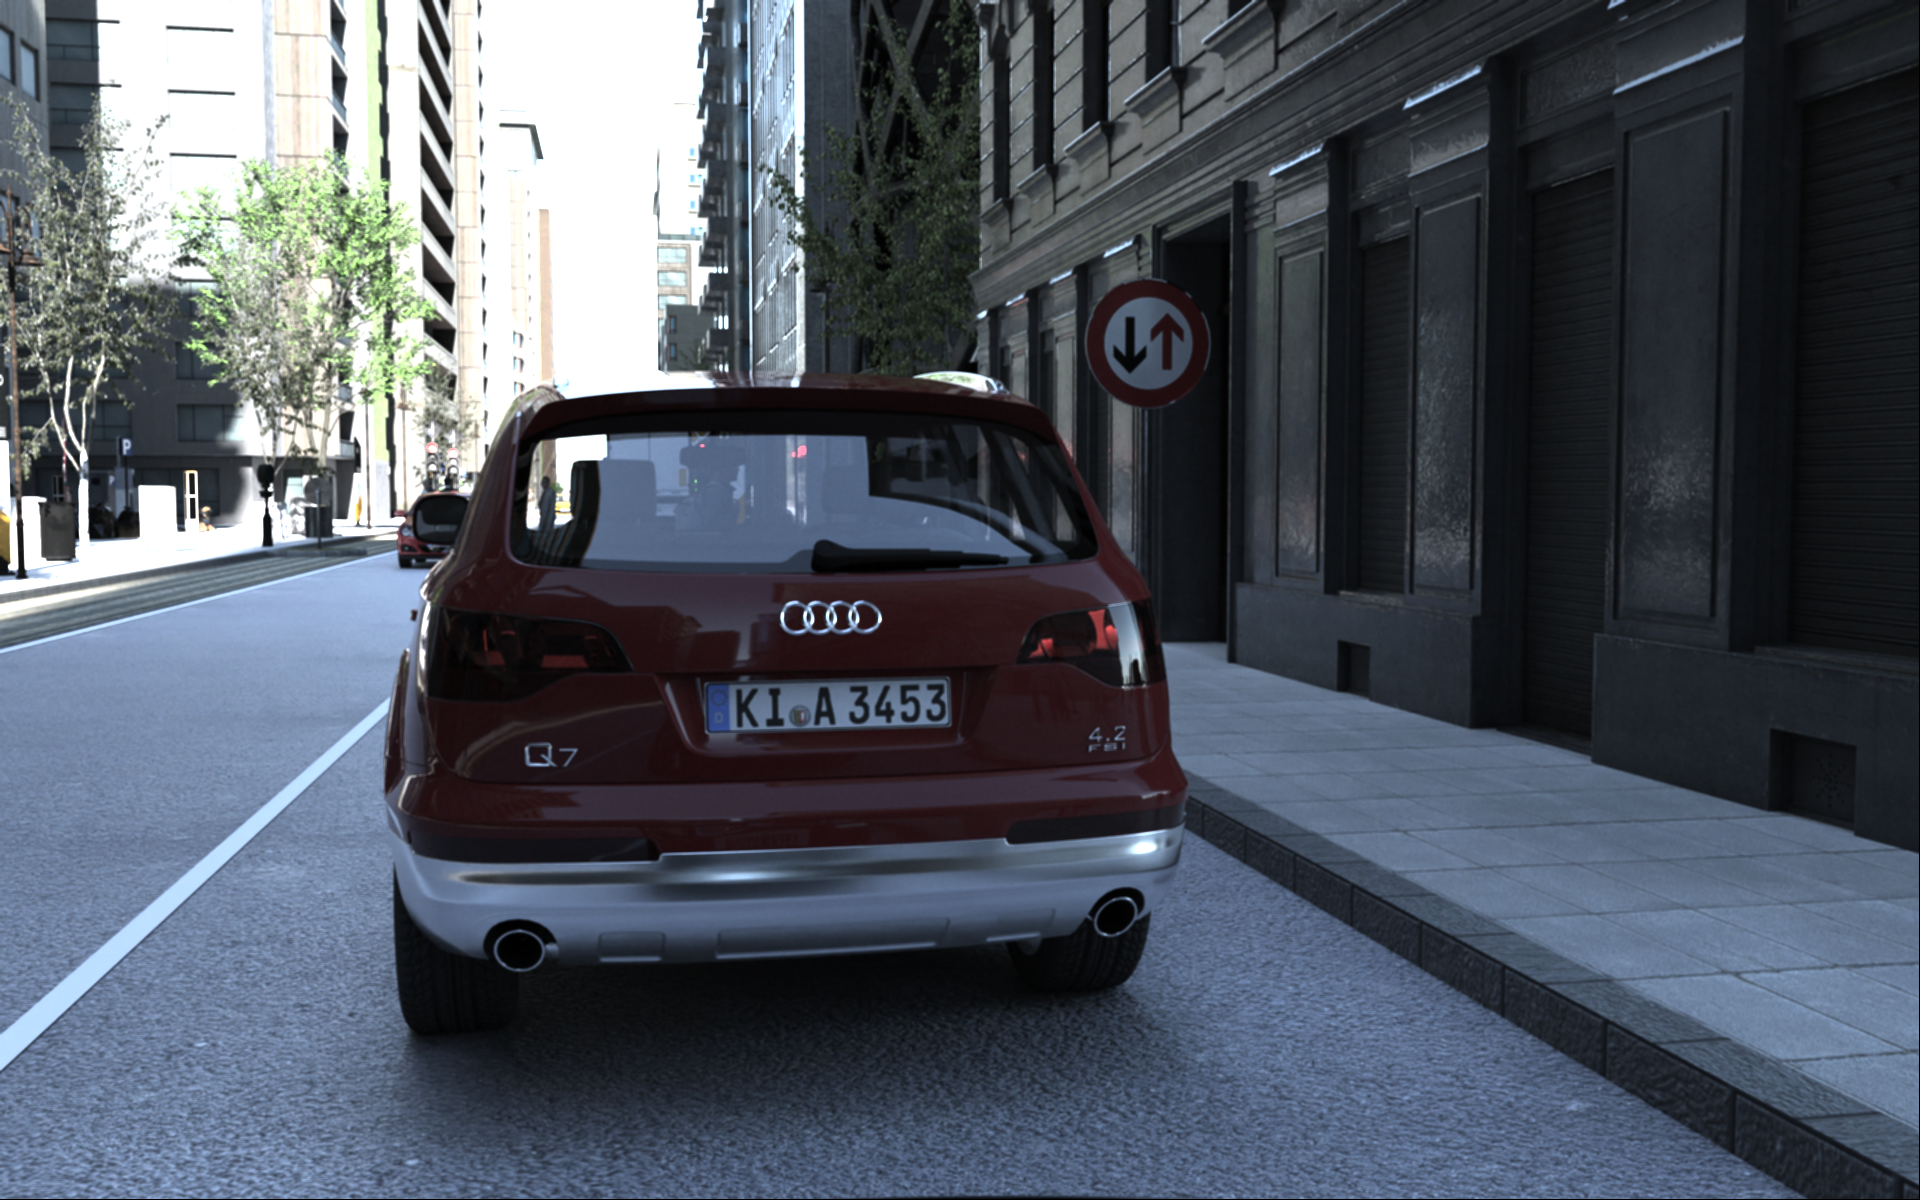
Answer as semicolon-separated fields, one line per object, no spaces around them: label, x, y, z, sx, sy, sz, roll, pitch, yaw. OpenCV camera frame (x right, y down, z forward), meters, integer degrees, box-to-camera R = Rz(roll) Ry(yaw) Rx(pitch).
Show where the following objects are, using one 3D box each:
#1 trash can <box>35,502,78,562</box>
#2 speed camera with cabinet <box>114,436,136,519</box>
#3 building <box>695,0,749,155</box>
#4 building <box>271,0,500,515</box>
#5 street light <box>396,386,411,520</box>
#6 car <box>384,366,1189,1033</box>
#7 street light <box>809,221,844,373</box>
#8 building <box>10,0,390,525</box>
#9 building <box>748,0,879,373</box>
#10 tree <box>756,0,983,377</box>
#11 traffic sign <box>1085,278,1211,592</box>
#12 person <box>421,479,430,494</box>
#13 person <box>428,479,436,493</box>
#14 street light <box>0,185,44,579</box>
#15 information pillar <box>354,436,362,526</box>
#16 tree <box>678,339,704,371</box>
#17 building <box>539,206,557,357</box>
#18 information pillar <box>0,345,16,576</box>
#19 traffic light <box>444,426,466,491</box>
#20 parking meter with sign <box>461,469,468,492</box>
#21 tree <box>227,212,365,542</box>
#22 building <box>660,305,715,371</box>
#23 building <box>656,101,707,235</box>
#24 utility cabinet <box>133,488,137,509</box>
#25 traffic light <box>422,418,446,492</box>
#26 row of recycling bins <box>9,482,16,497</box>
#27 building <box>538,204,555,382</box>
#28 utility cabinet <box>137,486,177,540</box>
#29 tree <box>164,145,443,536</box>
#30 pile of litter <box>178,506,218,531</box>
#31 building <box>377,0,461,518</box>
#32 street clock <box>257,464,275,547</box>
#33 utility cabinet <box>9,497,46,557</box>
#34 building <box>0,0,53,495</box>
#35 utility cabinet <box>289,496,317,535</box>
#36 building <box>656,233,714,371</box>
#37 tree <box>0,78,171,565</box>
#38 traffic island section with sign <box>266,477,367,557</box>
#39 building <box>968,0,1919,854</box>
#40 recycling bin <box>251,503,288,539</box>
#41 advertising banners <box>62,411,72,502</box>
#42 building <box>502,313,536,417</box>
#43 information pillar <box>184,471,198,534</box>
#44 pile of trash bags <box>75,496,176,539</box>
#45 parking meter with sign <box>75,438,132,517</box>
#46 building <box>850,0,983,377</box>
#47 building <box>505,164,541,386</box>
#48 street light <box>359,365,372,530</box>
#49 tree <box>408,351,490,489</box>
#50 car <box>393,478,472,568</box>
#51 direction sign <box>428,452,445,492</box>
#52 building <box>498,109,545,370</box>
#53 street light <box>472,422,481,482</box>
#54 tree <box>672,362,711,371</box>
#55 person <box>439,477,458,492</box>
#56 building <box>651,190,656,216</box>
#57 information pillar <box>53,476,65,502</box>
trash can;-17.150;-1.301;32.925;0.748;1.137;0.748;0;3;0
speed camera with cabinet;-28.412;-3.943;58.808;0.660;3.252;2.038;-1;4;-20
building;-6.362;-30.468;117.763;23.786;49.044;30.456;-1;4;-11
building;-41.756;-27.215;128.563;14.154;41.232;14.086;-1;4;-11
street light;-23.155;-6.079;72.184;0.468;5.910;1.993;-1;4;-11
car;-0.851;0.145;6.307;2.281;1.827;5.304;-1;4;-13
street light;-2.252;-3.471;29.532;0.468;5.910;1.993;-1;4;-11
building;-33.708;-24.013;76.207;14.154;41.232;14.086;-1;4;-11
building;-0.103;-14.577;56.357;12.078;24.808;19.932;-1;4;-11
tree;-0.518;-4.601;25.591;4.737;8.622;4.395;0;3;0
traffic sign;1.104;-0.625;10.320;0.768;2.556;0.104;-1;4;-10
person;-14.840;-2.427;48.055;0.818;1.842;0.514;-2;4;-30
person;-15.180;-2.502;49.210;0.447;1.846;0.655;1;4;9
street light;-14.211;-3.258;26.055;0.468;5.910;1.993;-1;4;-11
information pillar;-24.536;-4.846;70.586;0.183;3.616;0.504;0;4;4
tree;-11.730;-8.017;81.444;4.737;8.622;4.395;0;3;0
building;-77.510;-40.544;282.497;23.786;49.044;30.456;-1;4;-11
information pillar;-15.101;-2.184;27.060;0.183;3.616;0.504;2;4;25
traffic light;-20.982;-5.077;71.926;0.839;4.253;0.868;-1;4;-11
parking meter with sign;-33.916;-7.474;118.453;0.543;3.016;1.738;-2;4;-24
tree;-18.092;-5.822;45.547;4.360;8.622;3.978;0;3;0
building;-15.951;-20.178;174.957;27.650;21.520;28.899;-1;4;-11
building;-26.074;-35.993;212.188;21.300;48.544;21.600;-1;4;-11
utility cabinet;-27.194;-3.040;58.387;1.173;1.500;0.318;0;4;0
traffic light;-19.460;-4.597;64.087;0.839;4.253;0.868;-1;4;-11
row of recycling bins;-26.214;-2.320;45.044;1.069;1.692;3.534;1;4;19
building;-68.499;-37.403;261.652;14.600;45.320;14.200;-1;4;-11
utility cabinet;-22.318;-2.419;48.228;0.318;1.500;1.173;1;4;10
tree;-19.705;-7.776;52.899;9.928;11.665;9.643;0;3;0
pile of litter;-26.365;-2.812;59.947;1.176;0.858;1.719;-3;5;-41
building;-41.437;-29.178;100.763;21.300;48.544;21.600;-1;4;-11
street clock;-16.920;-2.305;42.264;0.358;2.002;0.471;0;4;2
utility cabinet;-19.190;-1.478;35.325;1.020;1.237;0.306;0;4;2
building;-42.056;-27.832;44.285;27.495;52.752;28.713;-1;4;-11
utility cabinet;-20.691;-2.673;54.862;0.306;1.237;1.020;2;4;35
building;-26.919;-25.855;194.425;14.160;30.474;14.107;-1;4;-11
tree;-15.871;-4.949;31.281;4.360;8.622;3.978;0;3;0
traffic island section with sign;-14.808;-1.916;39.962;1.989;1.847;2.006;-1;4;-11
building;6.472;-10.107;14.396;9.793;20.994;18.267;-1;4;-11
recycling bin;-20.065;-2.311;50.334;0.722;1.027;0.722;2;4;29
advertising banners;-19.414;-2.536;37.656;0.090;3.025;2.074;-2;4;-24
building;-60.582;-20.895;186.668;27.650;21.520;28.899;-1;4;-11
information pillar;-24.788;-3.140;55.838;0.304;2.012;0.304;-3;5;-41
pile of trash bags;-24.496;-2.500;50.627;1.912;1.369;3.447;2;4;28
parking meter with sign;-26.810;-3.539;54.124;1.738;3.016;0.543;0;4;7
building;5.841;-10.472;38.665;16.820;18.784;16.811;-1;4;-11
building;-58.029;-32.099;208.411;14.154;41.232;14.086;-1;4;-11
street light;-21.204;-5.455;61.975;0.468;5.910;1.993;-1;4;-11
tree;-26.509;-8.491;89.189;4.360;8.622;3.978;0;3;0
car;-10.328;-1.600;35.193;2.155;1.783;4.494;-1;4;-11
direction sign;-28.255;-6.210;93.523;0.876;3.537;0.379;-2;4;-32
building;-72.192;-39.737;238.937;28.713;52.752;27.495;-1;4;-11
street light;-30.096;-8.259;107.829;0.468;5.910;1.993;-1;4;-11
tree;-14.743;-8.830;94.727;4.360;8.622;3.978;0;3;0
person;-14.470;-2.529;49.213;0.648;1.900;0.474;-2;4;-25
building;-37.180;-43.034;292.848;28.713;52.752;27.495;-1;4;-11
information pillar;-36.007;-3.960;69.230;0.304;2.012;0.304;2;4;34
